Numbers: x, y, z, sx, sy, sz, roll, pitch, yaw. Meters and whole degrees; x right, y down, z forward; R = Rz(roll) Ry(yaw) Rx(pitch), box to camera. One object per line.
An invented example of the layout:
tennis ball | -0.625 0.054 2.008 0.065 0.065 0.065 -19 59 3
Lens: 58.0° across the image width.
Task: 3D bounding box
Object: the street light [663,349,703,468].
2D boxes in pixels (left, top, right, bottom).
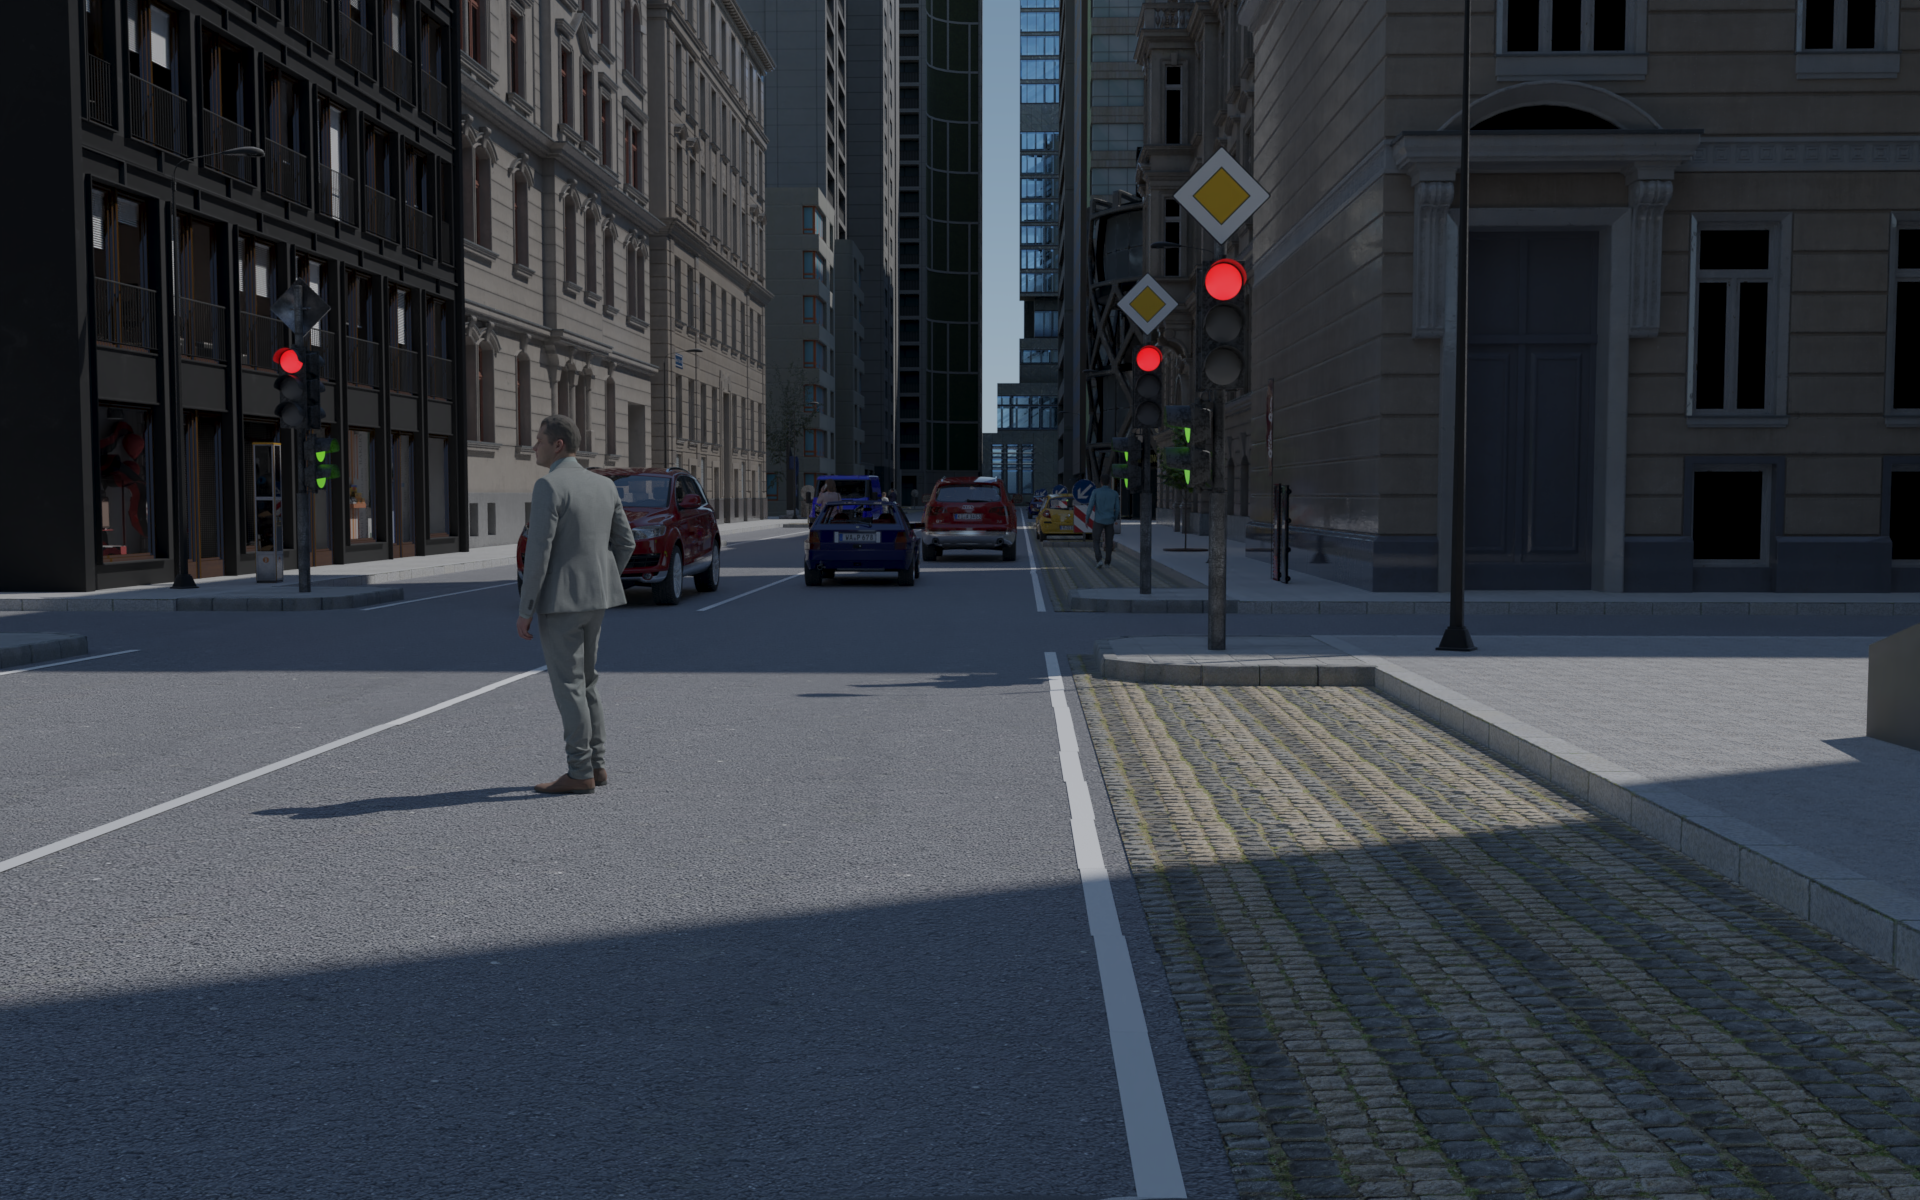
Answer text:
street light | -8.900 -5.070 55.443 1.470 5.913 1.316 0 4 2

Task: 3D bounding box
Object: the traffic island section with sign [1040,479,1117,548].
traffic island section with sign | 3.245 -2.345 46.972 1.989 1.847 2.006 0 4 2

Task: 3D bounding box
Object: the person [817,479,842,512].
person | -2.617 -1.642 35.944 0.593 1.750 0.643 -2 4 -28

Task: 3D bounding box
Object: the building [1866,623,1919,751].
building | 20.668 -18.875 0.492 32.217 40.220 23.993 0 4 2

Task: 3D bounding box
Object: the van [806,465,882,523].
van | -3.603 -3.115 55.313 2.240 2.365 5.245 0 4 2

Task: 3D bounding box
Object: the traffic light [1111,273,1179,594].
traffic light | 2.366 -2.033 22.154 0.839 4.253 0.868 0 4 2

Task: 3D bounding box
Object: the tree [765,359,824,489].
tree | -9.404 -8.697 92.562 4.360 8.622 3.978 0 3 0

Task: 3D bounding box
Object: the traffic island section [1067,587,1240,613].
traffic island section | 2.406 0.001 22.266 2.009 0.180 2.903 0 4 2

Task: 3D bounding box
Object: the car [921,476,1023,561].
car | 0.251 -1.827 38.550 2.281 1.827 5.304 0 4 2

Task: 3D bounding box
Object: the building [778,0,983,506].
building | -7.943 -46.021 190.692 20.611 71.187 20.563 0 4 2

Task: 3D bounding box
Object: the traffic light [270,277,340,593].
traffic light | -8.539 -2.054 22.501 0.839 4.253 0.868 0 4 2

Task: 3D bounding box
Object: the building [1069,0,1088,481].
building | 15.109 -28.811 121.170 14.600 45.320 14.200 0 4 2

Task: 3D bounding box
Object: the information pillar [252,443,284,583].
information pillar | -9.983 -1.254 24.997 0.304 2.012 0.304 0 4 -3

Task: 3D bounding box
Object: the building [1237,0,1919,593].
building | 15.313 -14.784 27.631 20.117 28.700 13.634 0 4 2

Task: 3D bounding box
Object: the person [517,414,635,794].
person | -1.863 0.016 8.338 0.391 1.810 0.635 1 4 19

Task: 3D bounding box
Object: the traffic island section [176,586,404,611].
traffic island section | -8.579 -0.022 22.637 2.009 0.180 2.903 0 4 2

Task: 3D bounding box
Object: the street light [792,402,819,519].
street light | -7.829 -7.033 87.533 1.470 5.913 1.316 0 4 2

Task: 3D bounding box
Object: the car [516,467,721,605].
car | -4.610 -0.937 23.986 2.281 1.827 5.304 0 4 1

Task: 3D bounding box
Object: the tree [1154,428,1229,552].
tree | 5.209 -2.710 38.910 1.663 3.219 1.824 0 3 0

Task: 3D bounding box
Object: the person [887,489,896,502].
person | -4.273 -5.986 106.824 0.568 1.767 0.683 3 4 38

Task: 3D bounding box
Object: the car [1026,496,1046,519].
car | 4.808 -5.390 100.706 1.945 1.354 3.894 0 4 1

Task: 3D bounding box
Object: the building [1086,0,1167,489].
building | 14.790 -25.875 106.649 14.154 41.232 14.086 0 4 2

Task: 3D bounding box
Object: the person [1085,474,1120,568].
person | 2.758 -1.519 33.349 0.660 1.820 0.620 -1 4 -10

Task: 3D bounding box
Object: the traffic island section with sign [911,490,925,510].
traffic island section with sign | -3.912 -8.781 152.192 1.989 1.847 2.006 0 4 2

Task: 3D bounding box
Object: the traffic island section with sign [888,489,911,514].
traffic island section with sign | -4.815 -7.126 125.142 1.989 1.847 2.006 0 4 2

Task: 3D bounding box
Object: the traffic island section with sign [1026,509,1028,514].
traffic island section with sign | 5.823 -7.054 123.964 1.989 1.847 2.006 0 4 2

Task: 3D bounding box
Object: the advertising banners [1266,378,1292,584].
advertising banners | 4.694 -1.798 25.581 0.090 3.025 2.074 0 4 2

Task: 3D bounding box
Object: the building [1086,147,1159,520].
building | 14.847 -13.526 88.597 16.820 18.784 16.811 0 4 2

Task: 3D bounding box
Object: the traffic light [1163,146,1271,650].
traffic light | 2.099 -1.544 14.173 0.839 4.253 0.868 0 4 2

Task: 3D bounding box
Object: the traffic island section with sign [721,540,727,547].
traffic island section with sign | -7.429 -2.360 47.216 1.989 1.847 2.006 0 4 2

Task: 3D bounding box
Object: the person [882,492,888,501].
person | -3.541 -4.172 79.316 0.503 1.515 0.523 -2 4 -34

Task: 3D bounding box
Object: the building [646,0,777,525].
building | -15.696 -16.937 74.180 12.463 27.353 25.104 0 4 2

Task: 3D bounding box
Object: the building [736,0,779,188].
building | -16.498 -44.220 161.241 20.611 71.187 20.563 0 4 2

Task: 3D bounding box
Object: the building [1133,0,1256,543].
building | 13.004 -14.526 56.591 14.460 24.649 34.723 0 4 2

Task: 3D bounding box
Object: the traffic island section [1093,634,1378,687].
traffic island section | 2.139 0.489 14.286 2.009 0.180 2.903 0 4 2

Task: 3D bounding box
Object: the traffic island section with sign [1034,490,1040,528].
traffic island section with sign | 4.139 -3.993 73.912 1.989 1.847 2.006 0 4 2

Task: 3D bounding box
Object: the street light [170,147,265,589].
street light | -10.008 -3.108 23.355 1.470 5.913 1.316 0 4 2

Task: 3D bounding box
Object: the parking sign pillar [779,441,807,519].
parking sign pillar | -8.613 -6.153 89.080 1.447 3.967 1.447 0 4 5

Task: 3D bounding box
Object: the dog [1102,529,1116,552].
dog | 3.608 -1.605 43.083 0.513 0.831 0.800 2 4 33

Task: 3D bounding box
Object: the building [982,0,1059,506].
building | 18.216 -53.673 190.232 31.000 86.520 22.319 0 4 2

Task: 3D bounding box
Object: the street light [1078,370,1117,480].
street light | 5.272 -5.642 64.792 1.470 5.913 1.316 0 4 2

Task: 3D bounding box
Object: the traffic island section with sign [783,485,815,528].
traffic island section with sign | -6.516 -4.030 74.510 1.989 1.847 2.006 0 4 2

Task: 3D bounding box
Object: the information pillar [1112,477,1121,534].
information pillar | 5.003 -3.117 55.459 0.304 2.012 0.304 0 4 3

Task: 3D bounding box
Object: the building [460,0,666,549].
building | -17.398 -16.048 49.779 14.401 28.519 23.554 0 4 2

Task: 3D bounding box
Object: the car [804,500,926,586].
car | -1.550 -0.964 28.336 1.945 1.354 3.894 0 4 1

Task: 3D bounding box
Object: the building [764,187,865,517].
building | -21.299 -16.372 112.730 27.650 21.520 28.899 0 4 2

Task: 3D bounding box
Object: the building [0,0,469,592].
building | -17.280 -12.250 29.971 12.332 23.373 15.834 0 4 2

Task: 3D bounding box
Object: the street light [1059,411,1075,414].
street light | 6.233 -7.625 97.213 1.470 5.913 1.316 0 4 2

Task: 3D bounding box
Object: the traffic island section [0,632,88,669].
traffic island section | -8.846 0.466 14.657 2.009 0.180 2.903 0 4 2

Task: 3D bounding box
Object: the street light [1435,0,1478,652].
street light | 3.549 -2.543 14.112 1.470 5.913 1.316 0 4 2

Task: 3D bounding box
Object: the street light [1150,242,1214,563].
street light | 4.200 -3.638 32.027 1.470 5.913 1.316 0 4 2

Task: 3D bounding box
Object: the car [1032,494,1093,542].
car | 3.230 -2.628 53.197 2.015 1.641 3.980 0 4 0
